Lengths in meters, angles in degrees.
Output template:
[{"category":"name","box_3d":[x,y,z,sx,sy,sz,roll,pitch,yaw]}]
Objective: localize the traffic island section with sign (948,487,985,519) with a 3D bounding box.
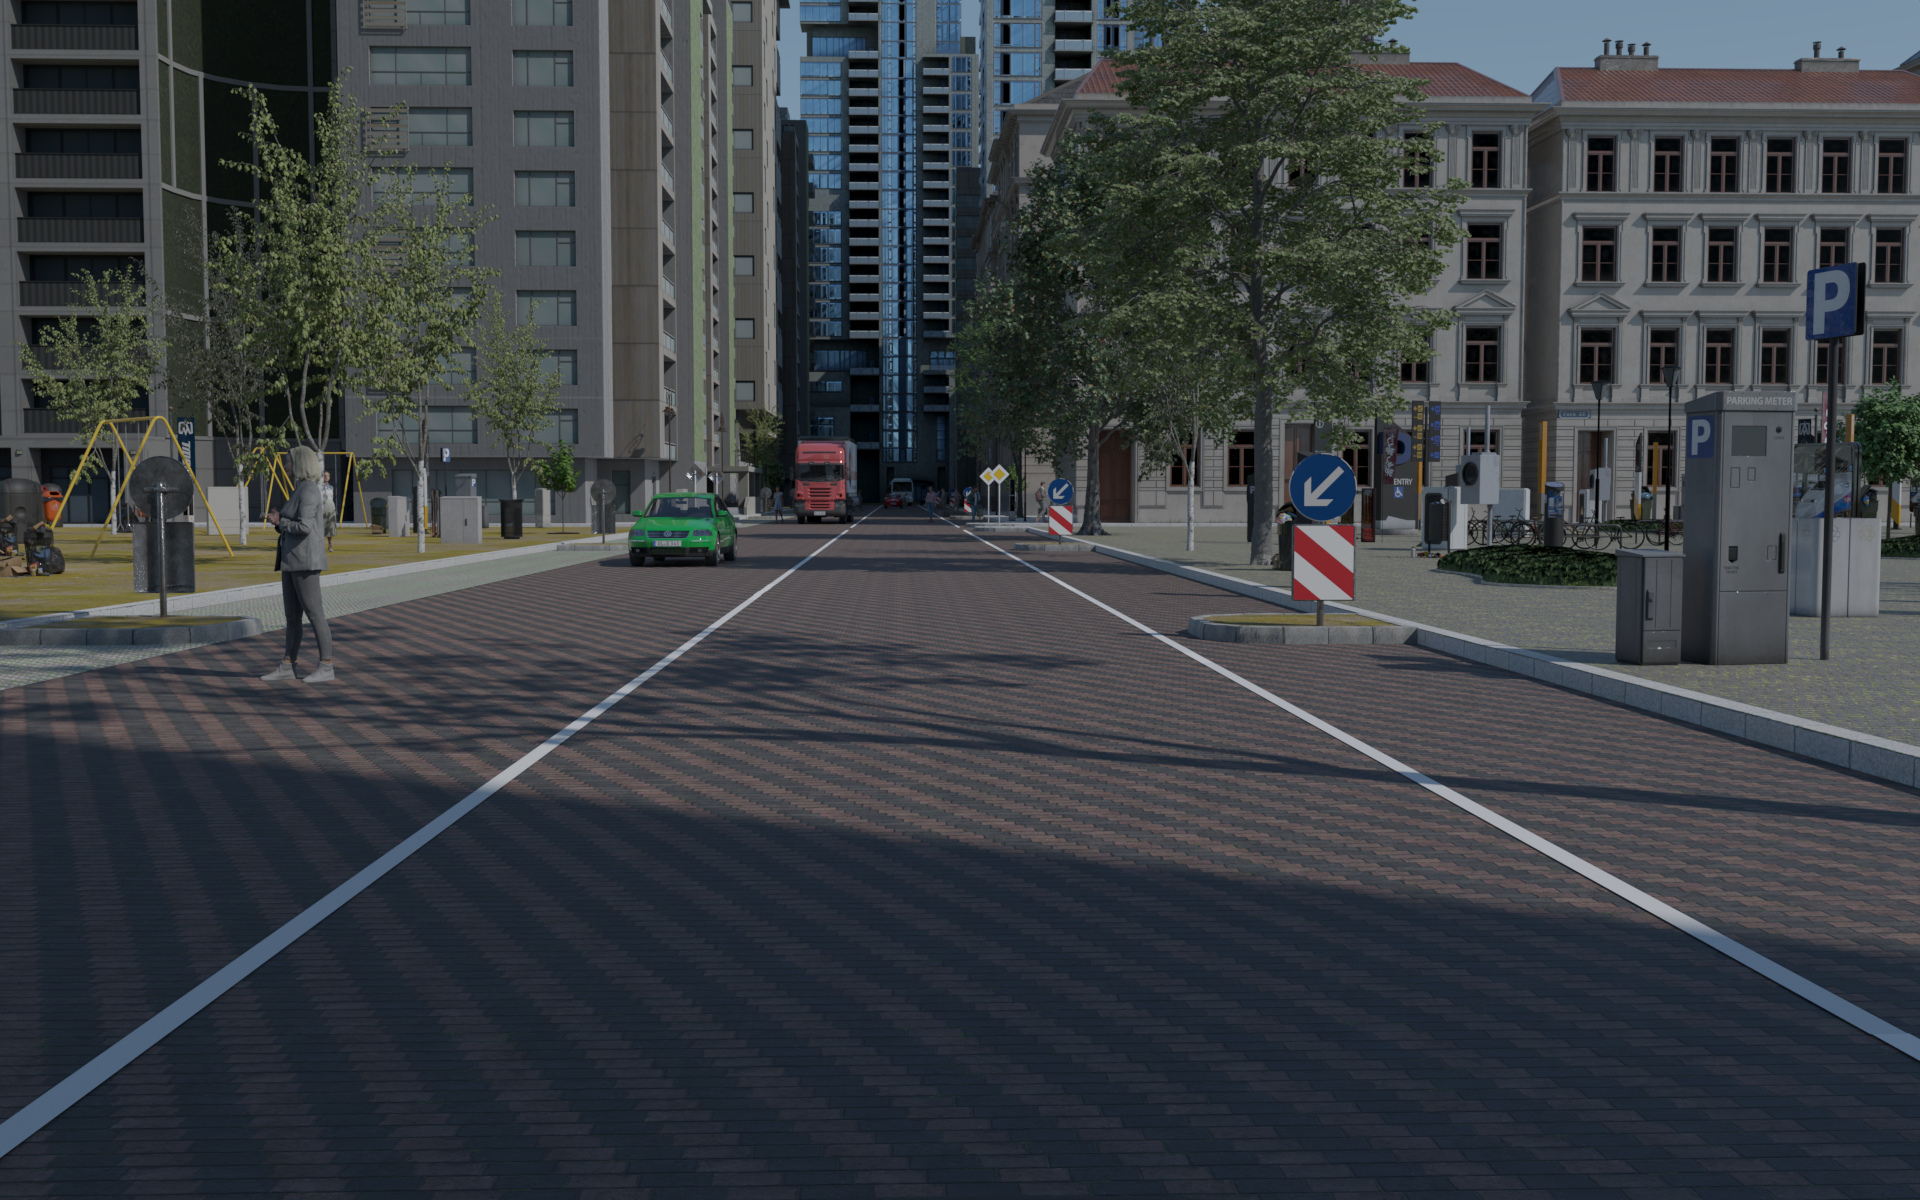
[{"category":"traffic island section with sign","box_3d":[0.406,-5.588,99.984,1.989,1.847,2.006,0,4,-2]}]

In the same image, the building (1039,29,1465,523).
[{"category":"building","box_3d":[14.693,-14.936,80.354,21.152,22.565,11.583,0,4,-2]}]

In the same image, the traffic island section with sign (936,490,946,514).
[{"category":"traffic island section with sign","box_3d":[-0.572,-7.255,127.254,1.989,1.847,2.006,0,4,-2]}]

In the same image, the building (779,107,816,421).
[{"category":"building","box_3d":[-33.257,-36.304,213.172,30.456,49.044,23.786,0,4,-2]}]

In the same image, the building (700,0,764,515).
[{"category":"building","box_3d":[-29.368,-25.630,110.939,32.217,40.220,23.993,0,4,-2]}]

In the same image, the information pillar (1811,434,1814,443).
[{"category":"information pillar","box_3d":[28.783,-4.134,58.941,0.504,3.616,0.183,1,4,14]}]

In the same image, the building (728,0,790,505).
[{"category":"building","box_3d":[-30.874,-35.048,162.274,28.713,52.752,27.495,0,4,-2]}]

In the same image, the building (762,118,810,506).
[{"category":"building","box_3d":[-23.334,-30.585,183.661,14.154,41.232,14.086,0,4,-2]}]

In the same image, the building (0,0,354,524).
[{"category":"building","box_3d":[-39.129,-39.288,80.607,20.611,71.187,20.563,0,4,-2]}]

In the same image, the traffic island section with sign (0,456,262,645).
[{"category":"traffic island section with sign","box_3d":[-8.149,-0.527,17.248,1.989,1.847,2.006,0,4,-2]}]

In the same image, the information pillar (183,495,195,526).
[{"category":"information pillar","box_3d":[-29.692,-3.800,66.618,0.304,2.012,0.304,1,4,21]}]

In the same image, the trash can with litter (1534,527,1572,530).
[{"category":"trash can with litter","box_3d":[20.695,-3.110,61.898,1.678,1.210,2.233,-3,5,-43]}]

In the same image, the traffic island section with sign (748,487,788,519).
[{"category":"traffic island section with sign","box_3d":[-11.110,-5.566,99.636,1.989,1.847,2.006,0,4,-2]}]

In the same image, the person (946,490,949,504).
[{"category":"person","box_3d":[-1.557,-13.158,221.252,1.350,1.814,0.705,-2,4,-30]}]

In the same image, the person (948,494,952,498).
[{"category":"person","box_3d":[-0.822,-11.195,189.901,1.217,1.723,0.721,-3,4,-38]}]

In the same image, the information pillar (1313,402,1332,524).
[{"category":"information pillar","box_3d":[9.188,-3.220,44.003,0.504,3.616,0.183,-1,4,-11]}]

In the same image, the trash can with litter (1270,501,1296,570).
[{"category":"trash can with litter","box_3d":[5.483,-1.089,29.189,0.624,1.170,1.055,-1,4,-9]}]

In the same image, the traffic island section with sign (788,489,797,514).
[{"category":"traffic island section with sign","box_3d":[-12.109,-7.238,126.972,1.989,1.847,2.006,0,4,-2]}]

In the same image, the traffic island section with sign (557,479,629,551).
[{"category":"traffic island section with sign","box_3d":[-9.118,-2.175,44.186,1.989,1.847,2.006,0,4,-2]}]

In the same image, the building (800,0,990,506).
[{"category":"building","box_3d":[-10.292,-56.871,242.516,31.000,86.520,22.319,0,4,-2]}]

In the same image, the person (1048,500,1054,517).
[{"category":"person","box_3d":[5.126,-5.241,95.988,0.590,1.304,0.306,-1,4,-20]}]

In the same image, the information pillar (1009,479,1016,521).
[{"category":"information pillar","box_3d":[2.481,-4.773,82.535,0.304,2.012,0.304,0,4,-6]}]

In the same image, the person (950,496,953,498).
[{"category":"person","box_3d":[-0.630,-11.026,186.997,1.217,1.739,0.721,3,5,42]}]

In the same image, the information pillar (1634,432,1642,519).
[{"category":"information pillar","box_3d":[25.829,-4.563,65.962,0.183,3.616,0.504,0,4,2]}]

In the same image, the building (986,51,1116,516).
[{"category":"building","box_3d":[9.175,-19.895,112.670,14.401,28.519,23.554,0,4,-2]}]

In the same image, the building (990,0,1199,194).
[{"category":"building","box_3d":[20.664,-56.980,244.290,31.000,86.520,22.319,0,4,-2]}]

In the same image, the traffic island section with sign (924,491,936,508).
[{"category":"traffic island section with sign","box_3d":[-2.420,-10.375,178.258,1.989,1.847,2.006,0,4,-2]}]

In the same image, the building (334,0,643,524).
[{"category":"building","box_3d":[-19.698,-24.253,80.124,14.154,41.232,14.086,0,4,-2]}]

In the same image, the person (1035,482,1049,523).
[{"category":"person","box_3d":[3.593,-4.304,76.370,0.822,1.834,0.622,-2,4,-26]}]

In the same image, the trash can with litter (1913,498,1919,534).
[{"category":"trash can with litter","box_3d":[28.929,-2.451,51.459,1.055,1.170,0.624,3,5,43]}]

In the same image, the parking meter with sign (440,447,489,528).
[{"category":"parking meter with sign","box_3d":[-18.501,-4.193,64.824,1.738,3.016,0.543,1,4,14]}]

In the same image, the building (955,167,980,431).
[{"category":"building","box_3d":[6.323,-32.771,219.402,14.154,41.232,14.086,0,4,-2]}]

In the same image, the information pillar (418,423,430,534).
[{"category":"information pillar","box_3d":[-17.208,-3.924,55.509,0.183,3.616,0.504,-3,4,-36]}]

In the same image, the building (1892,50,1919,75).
[{"category":"building","box_3d":[59.243,-17.406,81.859,25.104,27.353,12.463,0,4,-2]}]

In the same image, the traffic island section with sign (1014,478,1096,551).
[{"category":"traffic island section with sign","box_3d":[2.401,-2.190,44.429,1.989,1.847,2.006,0,4,-2]}]

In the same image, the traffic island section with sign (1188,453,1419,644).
[{"category":"traffic island section with sign","box_3d":[3.370,-0.542,17.491,1.989,1.847,2.006,0,4,-2]}]

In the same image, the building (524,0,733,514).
[{"category":"building","box_3d":[-25.671,-27.795,138.047,14.154,41.232,14.086,0,4,-2]}]

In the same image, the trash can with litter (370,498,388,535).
[{"category":"trash can with litter","box_3d":[-18.526,-2.687,55.326,0.624,1.170,1.055,-1,4,-16]}]

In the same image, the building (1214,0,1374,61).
[{"category":"building","box_3d":[47.250,-49.276,243.910,20.611,71.187,20.563,0,4,-2]}]

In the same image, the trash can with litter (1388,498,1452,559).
[{"category":"trash can with litter","box_3d":[9.764,-1.429,34.418,1.678,1.210,2.233,-2,4,-34]}]

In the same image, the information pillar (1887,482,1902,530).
[{"category":"information pillar","box_3d":[33.603,-4.334,62.212,0.183,3.616,0.504,-2,4,-25]}]

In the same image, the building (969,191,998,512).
[{"category":"building","box_3d":[7.461,-20.776,136.945,12.463,27.353,25.104,0,4,-2]}]

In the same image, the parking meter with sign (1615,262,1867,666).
[{"category":"parking meter with sign","box_3d":[5.886,-1.033,13.147,1.738,3.016,0.543,-1,4,-12]}]

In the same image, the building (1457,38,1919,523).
[{"category":"building","box_3d":[36.107,-15.025,81.811,21.152,22.565,11.583,0,4,-2]}]

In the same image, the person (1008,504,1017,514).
[{"category":"person","box_3d":[3.004,-5.568,97.566,0.515,1.767,0.782,-1,4,-15]}]
